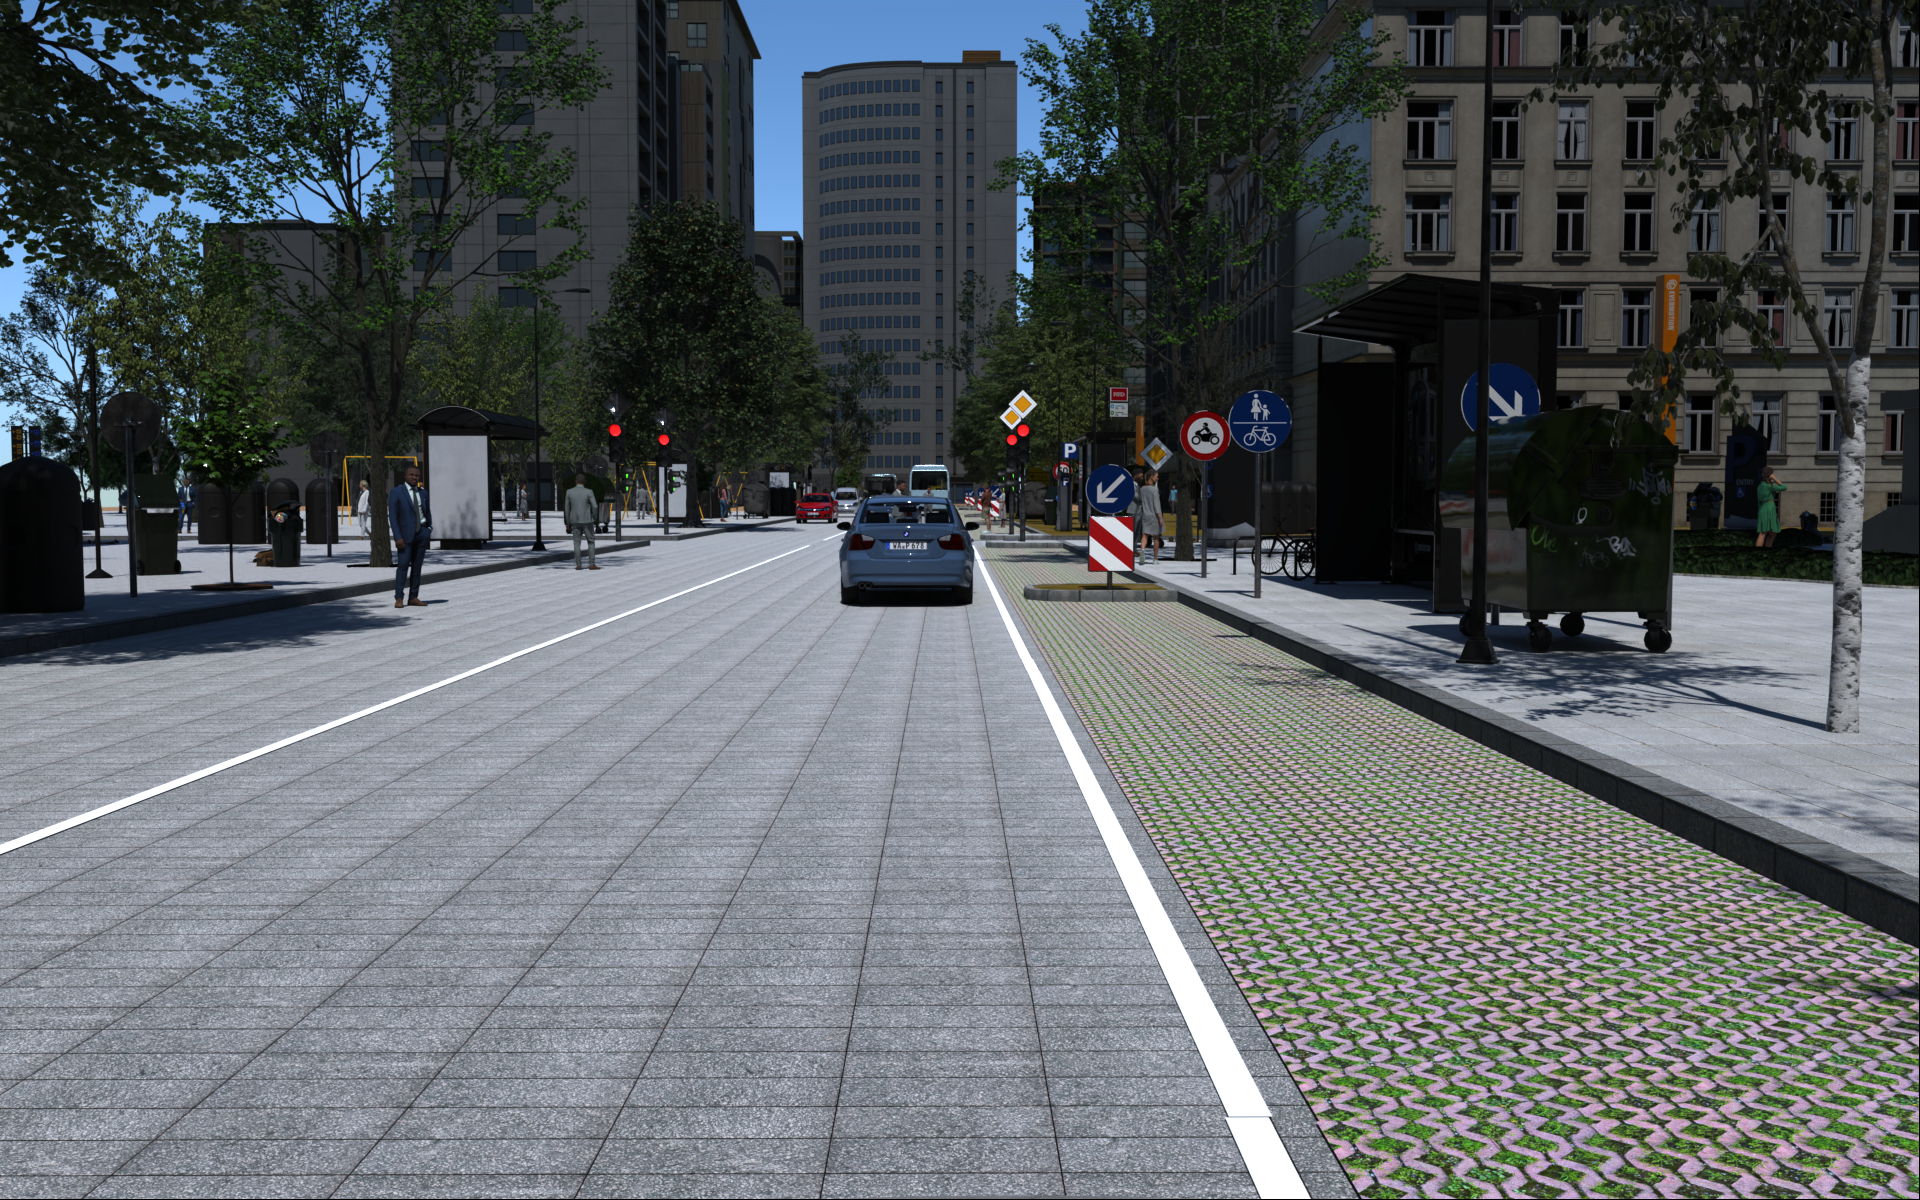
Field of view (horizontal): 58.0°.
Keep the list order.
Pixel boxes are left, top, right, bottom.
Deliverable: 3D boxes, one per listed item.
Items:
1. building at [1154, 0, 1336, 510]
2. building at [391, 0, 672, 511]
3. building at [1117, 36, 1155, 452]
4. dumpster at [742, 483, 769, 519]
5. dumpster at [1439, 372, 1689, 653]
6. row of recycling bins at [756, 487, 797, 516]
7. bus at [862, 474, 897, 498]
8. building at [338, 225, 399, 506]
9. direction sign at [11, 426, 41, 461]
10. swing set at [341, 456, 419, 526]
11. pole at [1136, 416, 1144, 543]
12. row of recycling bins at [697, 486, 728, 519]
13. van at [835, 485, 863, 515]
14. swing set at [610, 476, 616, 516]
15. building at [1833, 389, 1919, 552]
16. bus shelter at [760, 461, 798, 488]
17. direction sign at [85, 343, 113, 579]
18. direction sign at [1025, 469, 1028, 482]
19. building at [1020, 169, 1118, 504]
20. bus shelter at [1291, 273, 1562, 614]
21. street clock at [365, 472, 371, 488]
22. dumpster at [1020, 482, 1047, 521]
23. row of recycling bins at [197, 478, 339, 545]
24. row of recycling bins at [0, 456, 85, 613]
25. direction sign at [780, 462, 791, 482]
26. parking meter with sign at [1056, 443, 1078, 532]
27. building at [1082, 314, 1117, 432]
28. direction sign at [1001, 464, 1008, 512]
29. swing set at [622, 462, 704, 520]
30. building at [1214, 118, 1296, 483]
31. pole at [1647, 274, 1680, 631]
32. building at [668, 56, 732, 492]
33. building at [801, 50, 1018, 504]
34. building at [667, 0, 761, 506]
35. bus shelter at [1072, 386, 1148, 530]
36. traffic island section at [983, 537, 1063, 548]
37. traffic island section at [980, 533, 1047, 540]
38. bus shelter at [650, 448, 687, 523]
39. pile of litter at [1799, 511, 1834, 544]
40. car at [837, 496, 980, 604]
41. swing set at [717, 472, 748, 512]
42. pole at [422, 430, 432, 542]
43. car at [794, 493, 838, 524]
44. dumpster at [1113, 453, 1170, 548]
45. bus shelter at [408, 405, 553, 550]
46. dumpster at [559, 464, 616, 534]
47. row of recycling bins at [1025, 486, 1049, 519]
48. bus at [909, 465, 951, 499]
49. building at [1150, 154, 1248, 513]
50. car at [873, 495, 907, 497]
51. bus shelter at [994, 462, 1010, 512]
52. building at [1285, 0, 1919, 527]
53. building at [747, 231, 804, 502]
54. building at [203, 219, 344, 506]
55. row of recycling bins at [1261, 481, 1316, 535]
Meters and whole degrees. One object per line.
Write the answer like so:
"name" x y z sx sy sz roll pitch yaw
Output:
"building" 24.984 -42.940 140.328 20.563 71.187 20.611 0 4 0
"building" -32.163 -42.854 138.908 20.563 71.187 20.611 0 4 0
"building" 21.273 -29.065 158.807 14.154 41.232 14.086 0 4 0
"dumpster" -10.673 -5.178 90.423 1.264 1.857 1.865 0 4 -1
"dumpster" 5.080 -0.746 14.693 1.502 2.255 1.985 0 4 -1
"row of recycling bins" -10.729 -5.792 101.815 1.069 1.692 3.534 2 4 28
"bus" -6.960 -9.714 153.687 2.948 3.499 13.247 0 4 -1
"building" -57.160 -25.434 187.544 14.107 30.474 14.160 0 4 0
"direction sign" -31.006 -4.011 57.575 0.876 3.537 0.379 -1 4 -15
"swing set" -24.168 -4.545 71.928 3.119 2.851 2.862 -2 4 -26
"pole" 4.716 -3.156 45.442 0.158 3.312 0.155 0 3 0
"row of recycling bins" -13.142 -5.202 92.163 1.069 1.692 3.534 1 4 10
"van" -7.074 -6.176 107.983 2.013 2.044 4.112 0 4 -2
"swing set" -16.331 -5.668 90.289 3.119 2.851 2.862 1 4 9
"building" 31.850 -20.259 23.123 32.217 40.220 23.993 0 4 0
"bus shelter" -11.295 -7.069 109.500 2.014 3.302 5.546 0 4 0
"direction sign" -13.168 -2.103 26.379 0.379 3.537 0.876 -1 4 -23
"direction sign" 4.235 -7.095 108.002 0.379 3.537 0.876 -1 4 -21
"building" 22.544 -35.510 235.206 28.867 44.769 22.147 0 4 0
"bus shelter" 5.578 -1.852 21.556 1.731 3.624 6.357 0 4 0
"street clock" -18.950 -3.146 56.002 0.471 2.002 0.358 -2 4 -27
"dumpster" 3.462 -4.567 80.427 1.264 1.857 1.865 0 4 -1
"row of recycling bins" -17.746 -2.281 44.405 3.534 1.692 1.069 0 4 -3
"row of recycling bins" -10.889 -0.658 17.865 1.069 1.692 3.534 3 4 38
"direction sign" -12.483 -8.070 123.941 0.876 3.537 0.379 1 4 15
"parking meter with sign" 3.619 -3.867 59.494 0.543 3.016 1.738 0 4 -7
"building" 27.666 -20.543 180.909 27.650 21.520 28.899 0 4 0
"direction sign" 3.212 -7.916 121.429 0.876 3.537 0.379 3 4 38
"swing set" -14.533 -5.356 85.198 2.862 2.851 3.119 3 5 42
"building" 19.537 -14.792 90.998 9.793 20.994 18.267 0 4 0
"pole" 6.592 -1.369 16.229 0.158 3.312 0.155 0 3 0
"building" -28.879 -29.039 158.390 14.154 41.232 14.086 0 4 0
"building" -6.763 -42.308 233.733 28.212 58.520 21.231 0 4 0
"building" -35.766 -36.131 179.985 27.495 52.752 28.713 0 4 0
"bus shelter" 5.248 -5.183 62.372 2.179 5.291 8.768 0 4 0
"traffic island section" 1.712 -1.498 46.781 2.009 0.180 2.903 0 4 0
"traffic island section" 1.652 -1.987 54.766 2.009 0.180 2.903 0 4 0
"bus shelter" -12.772 -5.235 79.509 2.014 3.302 5.546 0 4 -1
"pile of litter" 22.532 -1.927 45.476 1.176 0.858 1.719 1 4 20
"car" -0.720 -0.730 23.938 2.014 1.417 4.499 0 4 -1
"swing set" -16.224 -7.734 124.070 3.119 2.851 2.862 3 5 44
"pole" -14.375 -3.234 46.719 0.158 3.312 0.155 0 3 0
"car" -7.064 -4.687 85.667 2.155 1.783 4.494 0 4 1
"dumpster" 4.205 -2.402 41.773 1.502 2.255 1.985 0 4 0
"bus shelter" -11.547 -2.952 42.191 2.014 3.302 5.546 0 4 0
"dumpster" -12.138 -3.298 56.418 1.502 2.255 1.985 0 4 0
"row of recycling bins" 4.492 -5.088 90.305 1.069 1.692 3.534 -3 5 -39
"bus" -2.031 -7.479 117.140 2.948 3.499 13.247 0 4 -1
"building" 21.366 -18.101 115.017 14.314 24.678 30.058 0 4 0
"car" -2.180 -2.695 56.063 2.014 1.417 4.499 0 4 1
"bus shelter" 3.345 -8.207 125.467 1.731 3.624 6.357 0 4 -1
"building" 29.805 -14.689 73.452 30.059 22.955 16.112 0 4 0
"building" -32.907 -33.507 239.725 23.993 40.220 32.217 0 4 0
"building" -71.257 -25.349 186.151 14.107 30.474 14.160 0 4 0
"row of recycling bins" 10.436 -2.956 55.436 1.069 1.692 3.534 3 5 41
